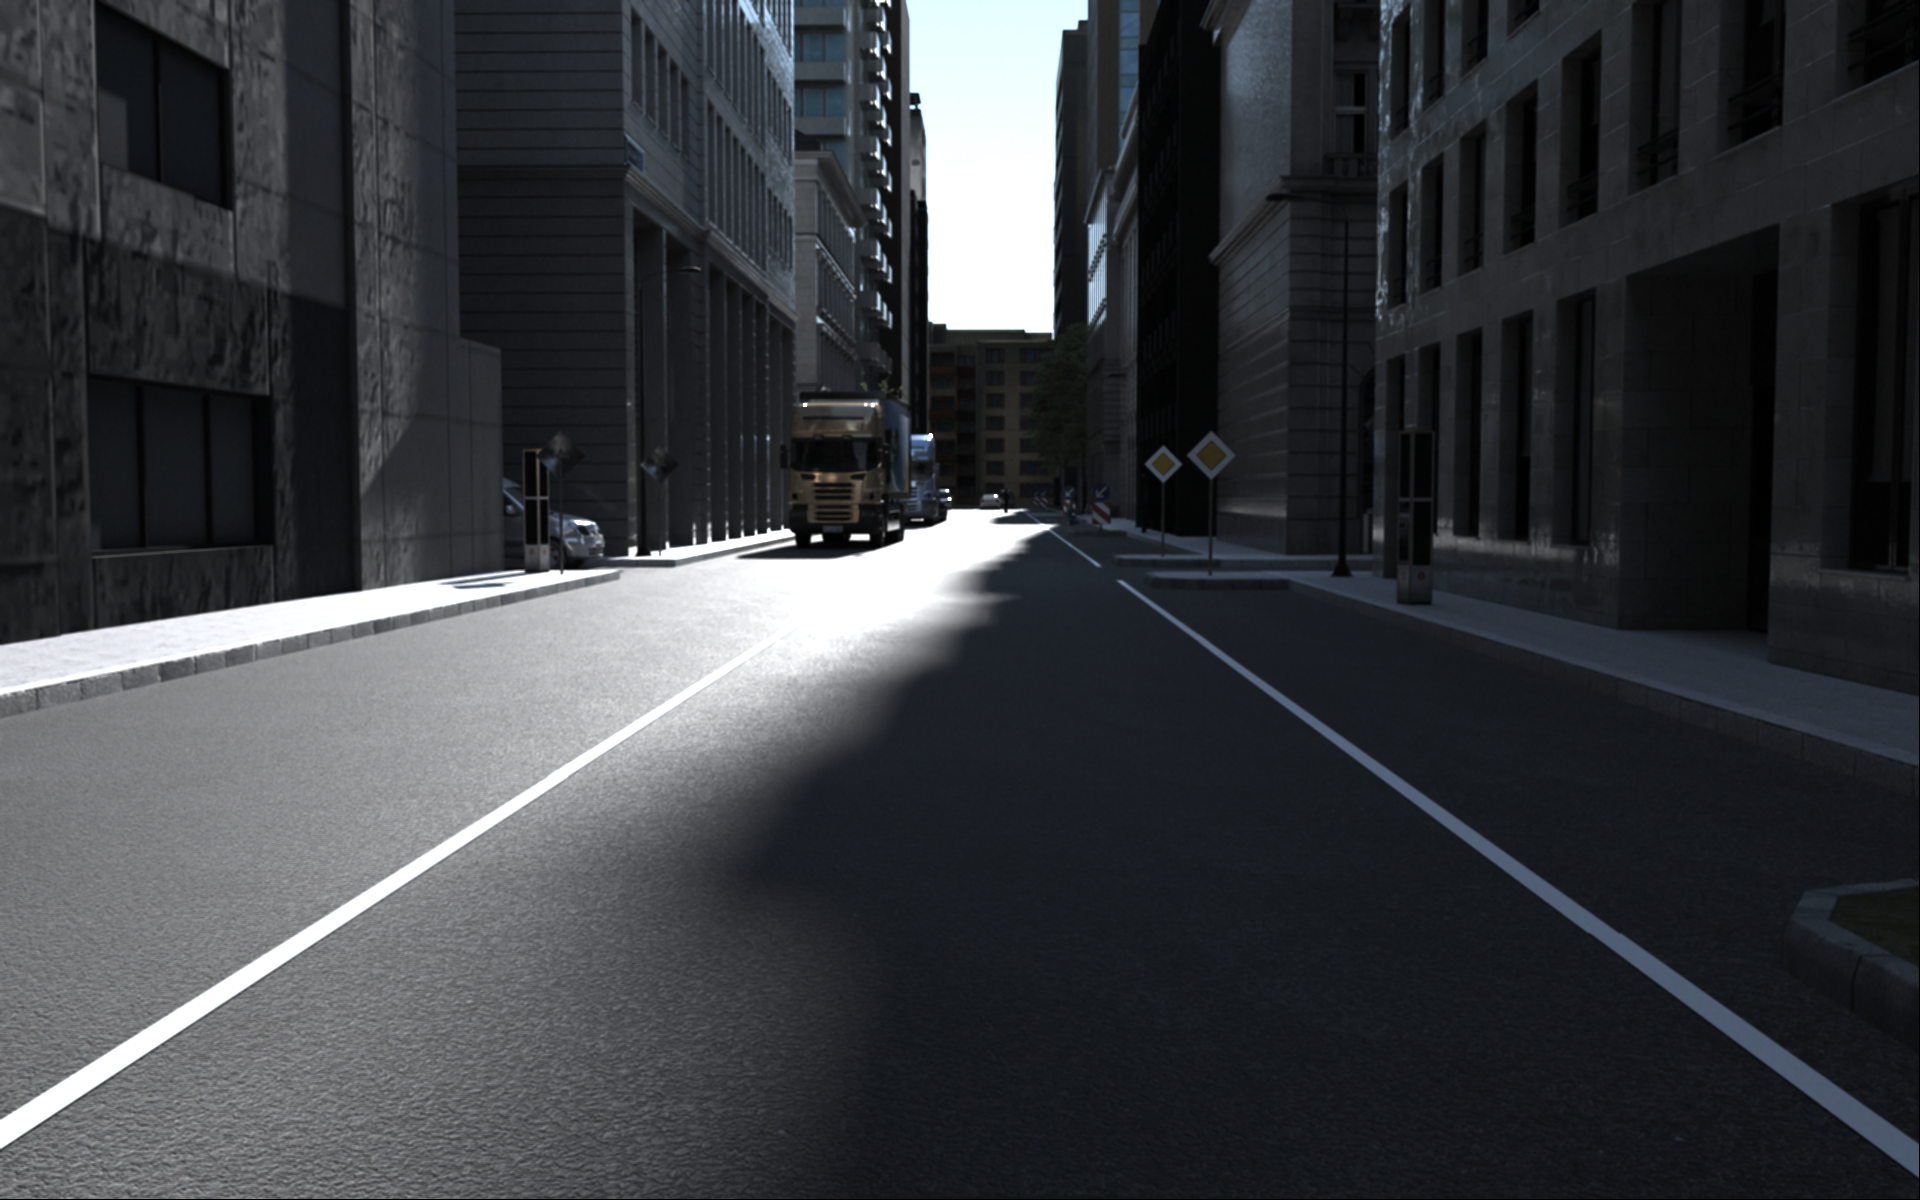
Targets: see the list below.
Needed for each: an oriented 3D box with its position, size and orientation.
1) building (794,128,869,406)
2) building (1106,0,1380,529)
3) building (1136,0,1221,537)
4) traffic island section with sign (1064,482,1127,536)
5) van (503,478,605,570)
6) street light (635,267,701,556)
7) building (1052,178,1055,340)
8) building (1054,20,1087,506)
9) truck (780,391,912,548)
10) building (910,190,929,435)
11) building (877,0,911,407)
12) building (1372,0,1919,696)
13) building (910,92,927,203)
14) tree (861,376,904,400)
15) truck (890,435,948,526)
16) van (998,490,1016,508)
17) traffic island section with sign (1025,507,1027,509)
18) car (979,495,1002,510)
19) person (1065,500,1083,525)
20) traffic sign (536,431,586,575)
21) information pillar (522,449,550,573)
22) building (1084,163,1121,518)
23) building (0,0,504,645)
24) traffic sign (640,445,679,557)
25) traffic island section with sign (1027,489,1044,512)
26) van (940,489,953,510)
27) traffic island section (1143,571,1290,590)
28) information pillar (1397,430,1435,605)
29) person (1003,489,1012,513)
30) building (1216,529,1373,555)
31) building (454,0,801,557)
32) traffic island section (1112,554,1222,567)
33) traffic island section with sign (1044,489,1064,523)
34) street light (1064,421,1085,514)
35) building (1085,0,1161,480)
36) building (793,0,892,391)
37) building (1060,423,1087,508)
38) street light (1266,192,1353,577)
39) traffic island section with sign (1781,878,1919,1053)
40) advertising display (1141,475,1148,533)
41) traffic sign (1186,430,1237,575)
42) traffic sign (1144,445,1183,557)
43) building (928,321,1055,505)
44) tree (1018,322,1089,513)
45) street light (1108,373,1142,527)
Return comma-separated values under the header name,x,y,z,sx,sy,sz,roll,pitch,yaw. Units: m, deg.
name,x,y,z,sx,sy,sz,roll,pitch,yaw
building,-11.255,-14.307,84.829,10.553,20.767,40.483,0,4,1
building,14.107,-14.573,80.076,13.314,21.916,24.055,0,4,1
building,12.873,-14.045,59.311,12.332,23.373,15.834,0,4,1
traffic island section with sign,4.738,-3.141,59.976,1.989,1.847,2.006,0,4,1
van,-8.778,-1.560,32.515,4.112,2.044,2.013,0,4,3
street light,-6.000,-3.858,35.624,1.470,5.913,1.316,0,4,1
building,17.930,-31.646,201.012,14.086,41.232,14.154,0,4,1
building,20.551,-33.704,174.756,21.300,48.544,21.600,0,4,1
truck,-3.038,-3.709,49.556,2.839,4.237,11.283,0,4,3
building,-10.232,-23.974,163.678,14.160,30.474,14.107,0,4,1
building,-11.496,-30.456,148.068,14.600,45.320,14.200,0,4,1
building,11.448,-9.984,17.991,10.420,20.320,16.860,0,4,1
building,-10.467,-30.299,178.980,14.086,41.232,14.154,0,4,1
tree,-5.266,-9.699,108.938,4.360,8.622,3.978,0,3,0
truck,-2.147,-5.797,84.544,2.967,4.110,18.799,0,4,2
van,4.572,-10.185,173.531,2.013,2.044,4.112,0,4,1
traffic island section with sign,7.153,-9.571,165.110,1.989,1.847,2.006,0,4,1
car,2.821,-9.007,159.629,2.083,1.381,4.827,0,4,2
person,5.170,-4.013,79.610,0.738,1.151,1.012,-1,4,-15
traffic sign,-6.343,-1.462,27.540,0.795,2.450,0.064,0,4,1
information pillar,-6.941,-1.461,28.376,0.304,2.012,0.304,1,4,21
building,12.549,-15.420,101.267,9.793,20.994,18.267,0,4,1
building,-18.278,-35.416,17.302,20.611,71.187,20.563,0,4,1
traffic sign,-6.158,-1.950,35.523,0.795,2.450,0.064,0,4,1
traffic island section with sign,6.523,-7.873,137.347,1.989,1.847,2.006,0,4,1
van,-1.620,-9.083,155.518,2.013,2.044,4.112,0,3,0
traffic island section,3.972,-0.311,27.360,2.009,0.180,2.903,0,4,1
information pillar,5.292,-0.956,20.117,0.304,2.012,0.304,-1,4,-15
person,3.543,-7.539,131.781,0.705,1.821,1.348,-2,4,-28
building,18.520,-12.201,41.282,24.055,21.916,13.314,0,4,1
building,-11.847,-16.635,49.481,11.434,29.767,29.804,0,4,1
traffic island section,4.156,-0.799,35.343,2.009,0.180,2.903,0,4,1
traffic island section with sign,5.351,-4.791,86.956,1.989,1.847,2.006,0,4,1
street light,7.295,-8.427,110.323,1.470,5.913,1.316,0,4,1
building,16.411,-29.055,125.155,14.600,45.320,14.200,0,4,1
building,-16.555,-30.958,125.779,23.786,49.044,30.456,0,4,1
building,20.373,-51.050,147.343,22.319,86.520,31.000,0,4,1
street light,5.410,-3.320,26.823,1.470,5.913,1.316,0,4,1
traffic island section with sign,3.463,0.239,4.726,1.989,1.847,2.006,0,4,1
advertising display,6.120,-3.199,57.511,0.123,1.923,0.974,1,4,13
traffic sign,3.948,-1.446,27.283,0.795,2.450,0.064,0,4,1
traffic sign,4.133,-1.934,35.266,0.795,2.450,0.064,0,4,1
building,-3.421,-22.198,207.981,28.899,21.520,27.650,0,4,1
tree,7.599,-12.041,114.995,7.486,12.596,7.792,0,3,0
street light,6.384,-5.767,66.832,1.470,5.913,1.316,0,4,1
